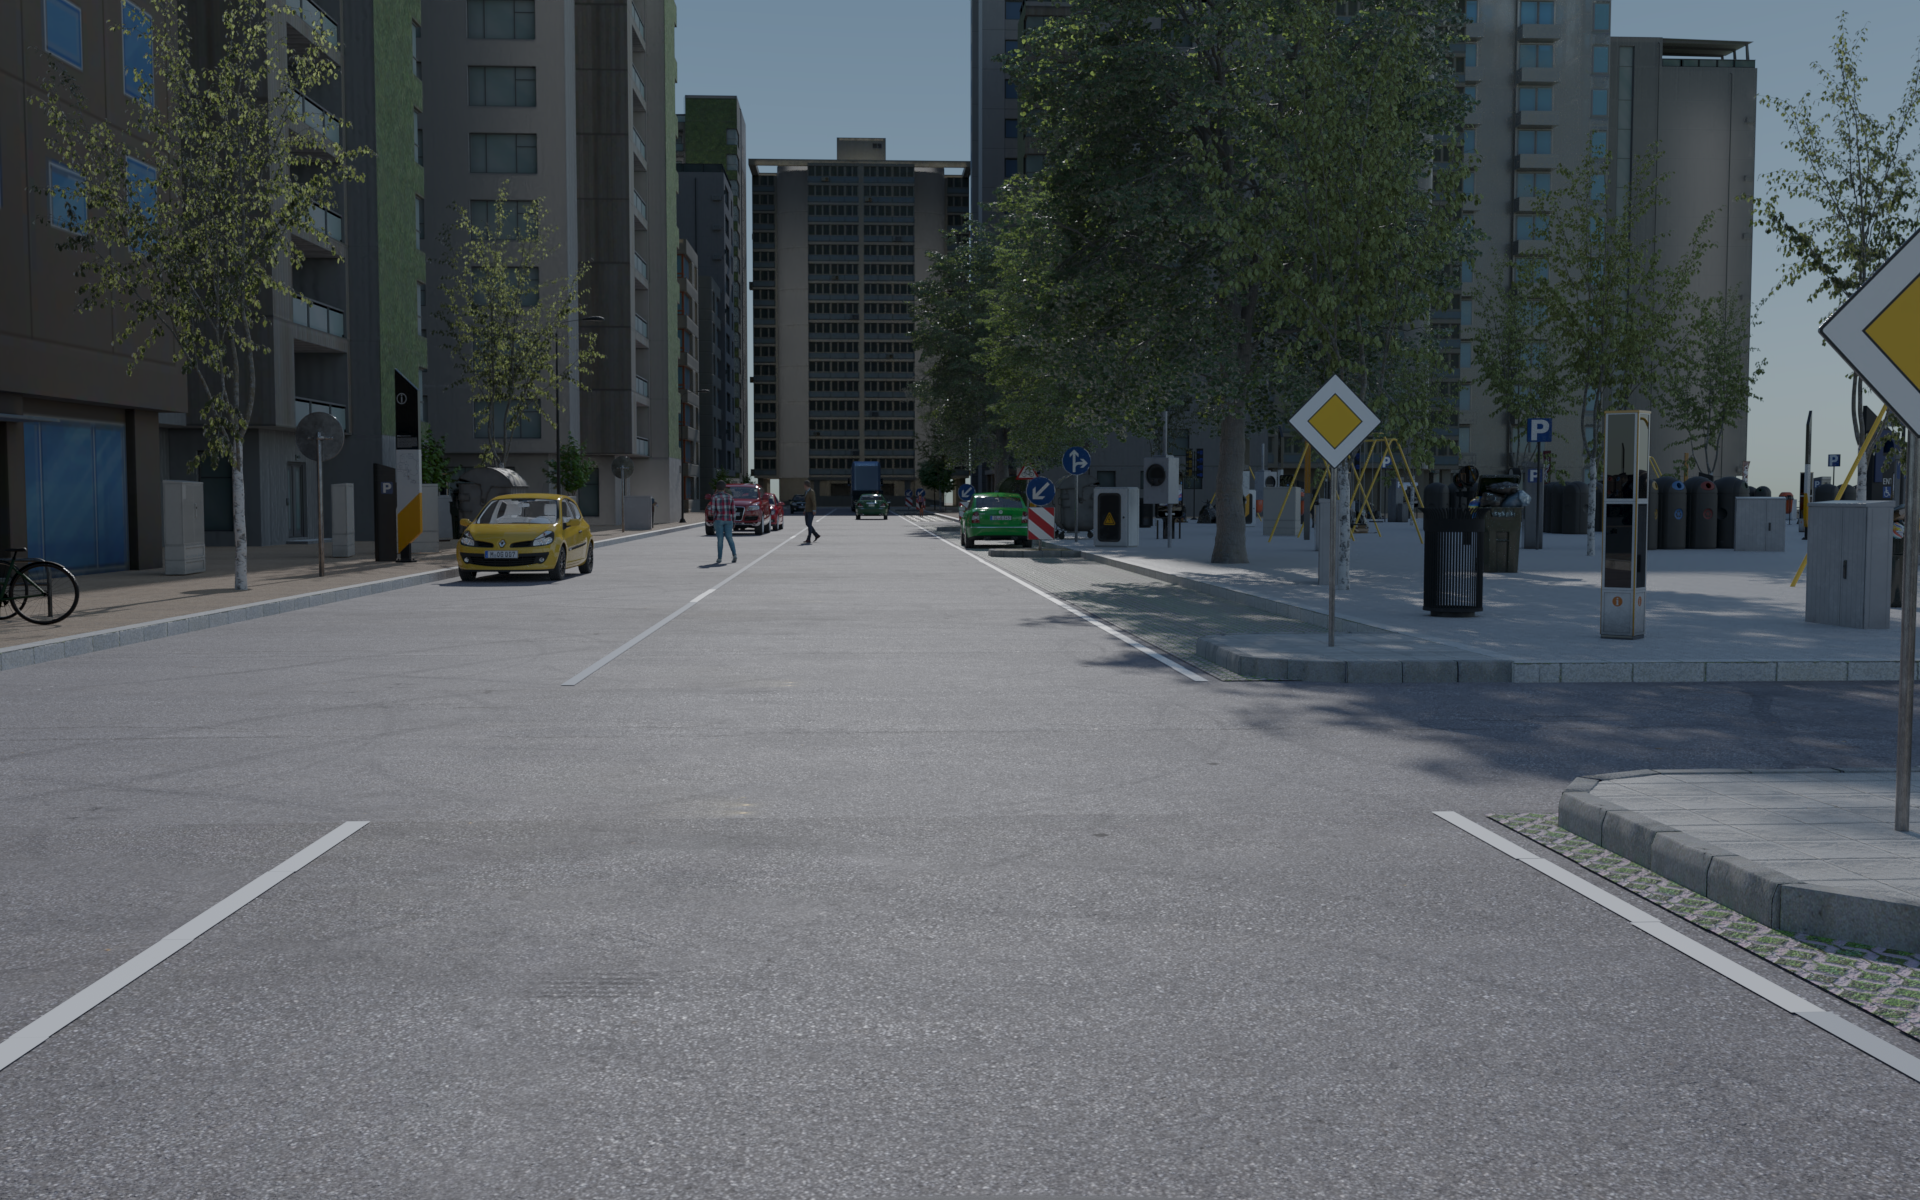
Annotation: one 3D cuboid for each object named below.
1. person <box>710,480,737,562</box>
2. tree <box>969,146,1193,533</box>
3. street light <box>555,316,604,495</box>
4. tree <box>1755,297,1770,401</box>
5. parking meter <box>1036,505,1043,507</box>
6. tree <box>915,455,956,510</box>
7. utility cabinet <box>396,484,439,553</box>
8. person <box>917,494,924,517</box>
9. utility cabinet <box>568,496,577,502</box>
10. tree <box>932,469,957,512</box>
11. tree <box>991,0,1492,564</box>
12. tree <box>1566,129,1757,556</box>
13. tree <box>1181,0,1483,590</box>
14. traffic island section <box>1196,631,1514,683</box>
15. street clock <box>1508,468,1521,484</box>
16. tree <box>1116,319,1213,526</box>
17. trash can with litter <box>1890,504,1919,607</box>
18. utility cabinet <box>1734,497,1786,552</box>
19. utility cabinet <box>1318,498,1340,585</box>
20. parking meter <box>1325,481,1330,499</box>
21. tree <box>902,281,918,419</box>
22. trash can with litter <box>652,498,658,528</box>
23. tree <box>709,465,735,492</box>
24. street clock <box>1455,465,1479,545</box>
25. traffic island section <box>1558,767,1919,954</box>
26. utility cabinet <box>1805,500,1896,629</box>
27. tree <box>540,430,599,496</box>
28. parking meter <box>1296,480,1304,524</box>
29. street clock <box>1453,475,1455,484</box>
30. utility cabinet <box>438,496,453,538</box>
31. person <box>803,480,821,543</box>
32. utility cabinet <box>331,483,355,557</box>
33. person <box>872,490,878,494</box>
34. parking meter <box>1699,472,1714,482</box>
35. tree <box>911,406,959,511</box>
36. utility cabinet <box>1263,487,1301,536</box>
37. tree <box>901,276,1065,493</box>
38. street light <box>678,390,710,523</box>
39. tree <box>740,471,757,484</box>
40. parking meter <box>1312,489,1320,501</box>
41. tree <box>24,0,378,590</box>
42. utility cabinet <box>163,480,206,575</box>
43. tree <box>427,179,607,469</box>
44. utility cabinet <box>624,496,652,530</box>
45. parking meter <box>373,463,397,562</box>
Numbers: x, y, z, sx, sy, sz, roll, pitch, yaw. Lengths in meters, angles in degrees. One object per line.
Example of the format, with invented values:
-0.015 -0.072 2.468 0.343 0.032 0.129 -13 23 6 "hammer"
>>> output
-4.976 -1.657 36.428 0.563 1.720 0.643 -2 4 -27 "person"
3.970 -8.455 56.371 7.486 12.596 7.792 0 3 0 "tree"
-9.992 -4.455 45.386 1.470 5.913 1.316 0 4 -3 "street light"
26.290 -6.751 60.742 4.737 8.622 4.395 0 3 0 "tree"
3.396 -4.046 74.570 0.372 1.533 0.369 0 3 0 "parking meter"
-1.936 -9.431 137.906 4.285 4.588 4.351 0 3 0 "tree"
-11.842 -1.747 37.237 1.173 1.500 0.318 -2 4 -29 "utility cabinet"
-2.438 -5.913 108.415 0.421 1.427 0.697 1 4 13 "person"
-10.915 -2.266 48.219 0.306 1.237 1.020 -1 4 -23 "utility cabinet"
-0.972 -7.989 125.218 1.663 3.219 1.824 0 3 0 "tree"
5.118 -7.660 31.890 9.857 13.997 8.962 0 3 0 "tree"
13.423 -5.233 35.924 4.737 8.622 4.395 0 3 0 "tree"
5.040 -4.426 22.735 4.737 8.622 4.395 0 3 0 "tree"
3.145 0.470 14.589 2.009 0.180 2.903 0 4 -3 "traffic island section"
15.216 -2.631 47.592 0.358 2.002 0.471 0 4 -1 "street clock"
7.927 -7.253 68.947 4.360 8.622 3.978 0 3 0 "tree"
10.455 -0.520 19.897 0.624 1.170 1.055 -2 4 -29 "trash can with litter"
17.946 -1.694 38.860 1.020 1.237 0.306 1 4 20 "utility cabinet"
5.311 -0.837 24.847 0.306 1.237 1.020 1 4 13 "utility cabinet"
16.869 -4.484 79.025 0.399 1.863 0.255 -2 4 -33 "parking meter"
2.117 -10.540 78.992 9.857 13.997 8.962 0 3 0 "tree"
-11.634 -3.244 64.432 0.624 1.170 1.055 0 4 3 "trash can with litter"
-15.709 -7.277 113.583 1.663 3.219 1.824 0 3 0 "tree"
12.829 -2.395 43.728 0.471 2.002 0.358 0 4 8 "street clock"
3.610 0.958 6.617 2.009 0.180 2.903 0 4 -3 "traffic island section"
8.669 -0.352 16.918 0.306 1.237 1.020 0 4 -3 "utility cabinet"
-11.814 -3.520 52.145 1.663 3.219 1.824 0 3 0 "tree"
14.478 -4.148 73.524 0.399 1.863 0.255 -1 4 -14 "parking meter"
16.851 -3.290 58.357 0.471 2.002 0.358 0 4 4 "street clock"
-15.069 -2.415 50.649 1.020 1.237 0.306 -1 4 -23 "utility cabinet"
-4.452 -2.629 51.393 0.656 1.842 0.836 2 4 34 "person"
-12.577 -1.627 35.278 0.318 1.500 1.173 -1 4 -13 "utility cabinet"
-5.902 -6.903 122.171 0.445 1.727 0.742 1 4 17 "person"
19.688 -2.445 45.694 0.399 1.863 0.255 2 4 29 "parking meter"
-1.539 -11.047 130.984 4.737 8.622 4.395 0 3 0 "tree"
9.881 -2.719 53.140 1.173 1.500 0.318 3 5 45 "utility cabinet"
2.015 -11.036 90.815 12.009 13.543 11.850 0 3 0 "tree"
-11.839 -6.399 77.158 1.470 5.913 1.316 0 4 -3 "street light"
-17.542 -9.008 141.875 1.663 3.219 1.824 0 3 0 "tree"
17.881 -4.811 87.065 0.372 1.533 0.369 0 3 0 "parking meter"
-9.862 -4.436 22.885 4.360 8.622 3.978 0 3 0 "tree"
-12.382 -1.162 27.681 0.318 1.500 1.173 -1 4 -9 "utility cabinet"
-10.893 -5.582 41.636 4.360 8.622 3.978 0 3 0 "tree"
-11.609 -3.126 62.274 1.020 1.237 0.306 0 4 -2 "utility cabinet"
-10.927 -1.667 32.966 0.399 1.863 0.255 -3 4 -36 "parking meter"
